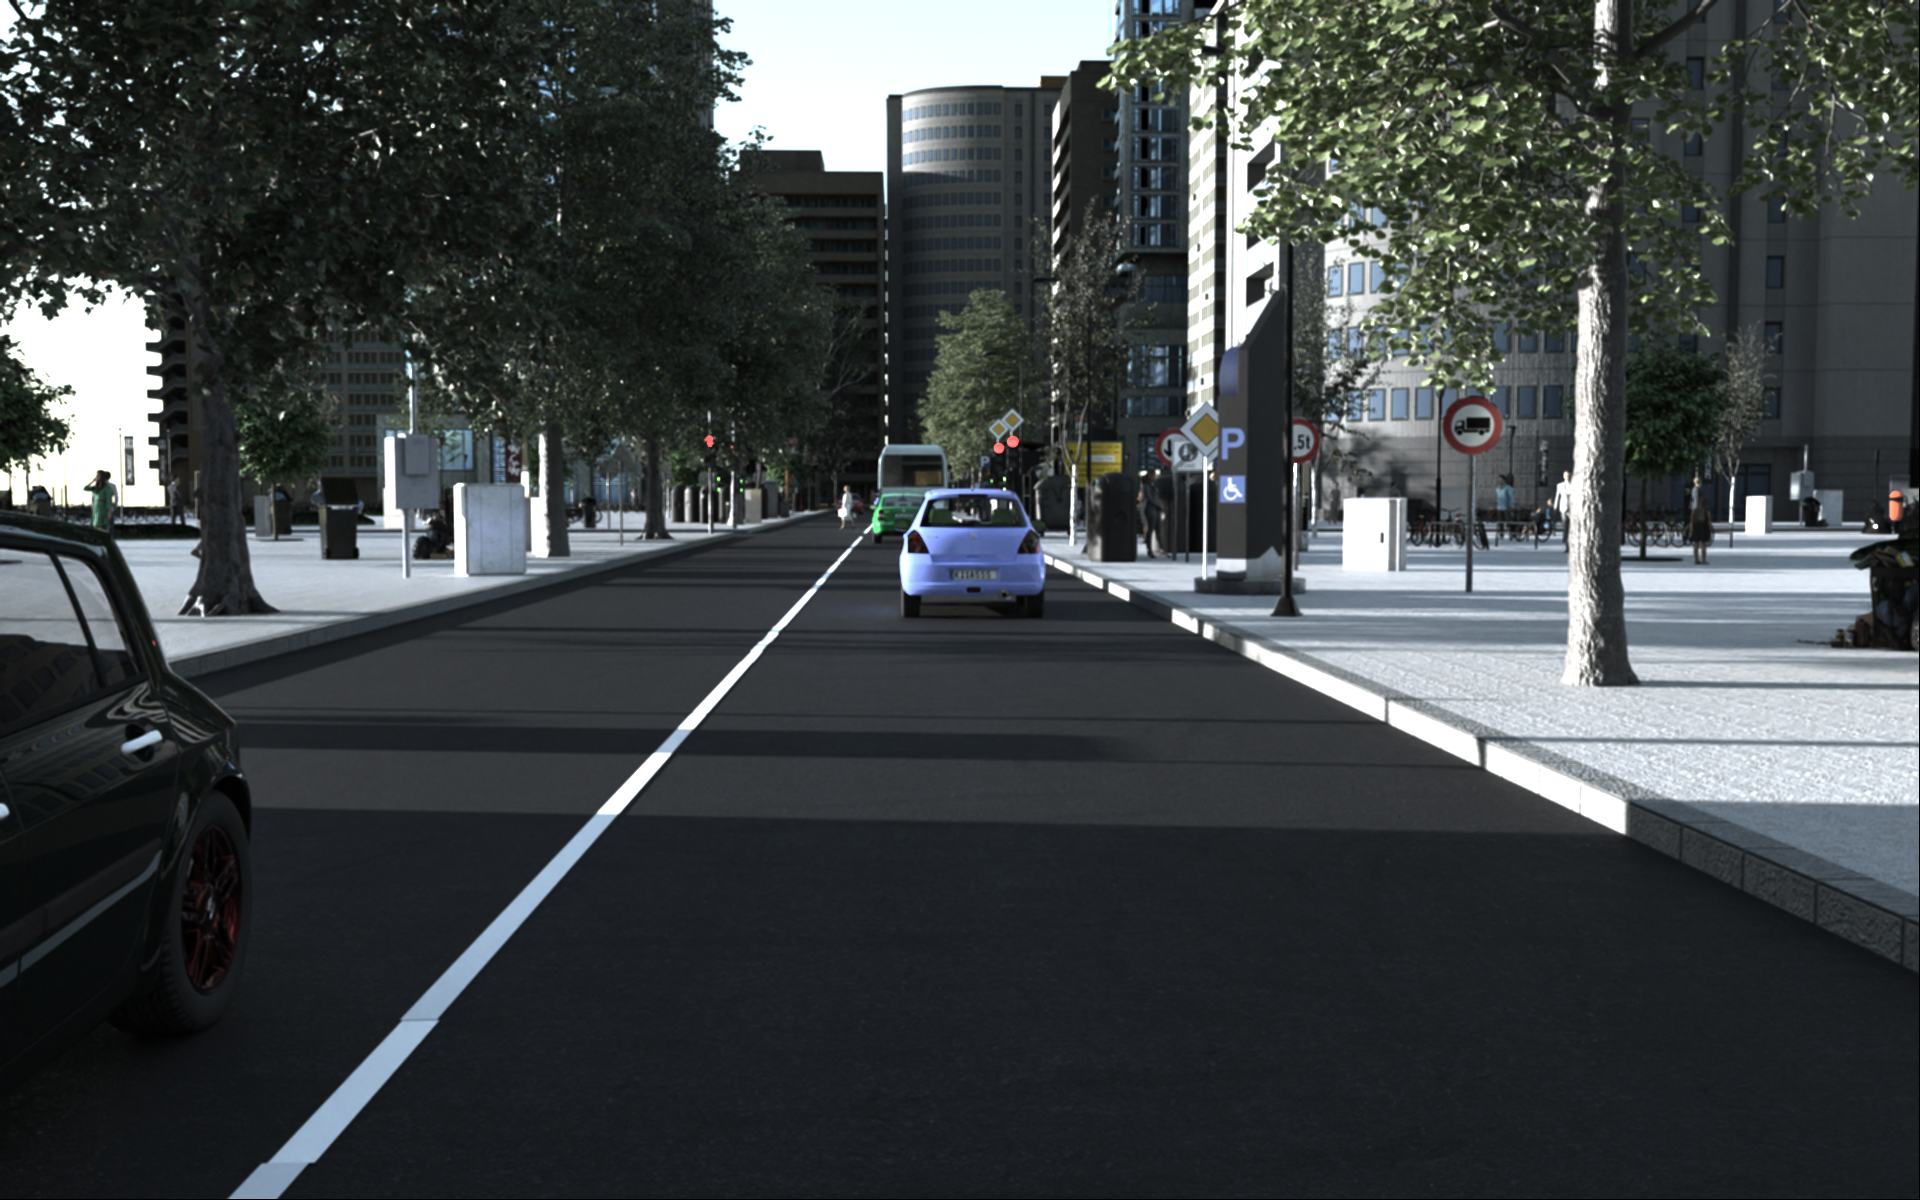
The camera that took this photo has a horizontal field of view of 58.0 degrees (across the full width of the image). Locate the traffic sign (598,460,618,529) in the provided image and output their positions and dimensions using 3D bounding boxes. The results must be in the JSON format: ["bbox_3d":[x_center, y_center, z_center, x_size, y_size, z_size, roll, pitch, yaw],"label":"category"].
[{"bbox_3d":[-12.941,-3.894,63.771,0.768,2.556,0.104,0,4,-1],"label":"traffic sign"}]

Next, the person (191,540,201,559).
[{"bbox_3d":[-14.805,-1.724,34.351,0.853,1.813,0.709,-3,5,-43],"label":"person"}]

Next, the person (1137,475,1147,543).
[{"bbox_3d":[4.837,-2.379,45.290,0.532,1.782,0.716,3,5,43],"label":"person"}]

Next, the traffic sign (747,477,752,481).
[{"bbox_3d":[-15.497,-7.693,125.887,0.768,2.556,0.104,0,4,8],"label":"traffic sign"}]

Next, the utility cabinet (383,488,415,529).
[{"bbox_3d":[-20.517,-3.346,63.382,1.173,1.500,0.318,1,4,22],"label":"utility cabinet"}]

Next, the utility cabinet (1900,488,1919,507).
[{"bbox_3d":[36.668,-3.534,66.461,0.318,1.500,1.173,-1,4,-18],"label":"utility cabinet"}]

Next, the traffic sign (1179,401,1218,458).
[{"bbox_3d":[3.524,-1.525,24.665,0.795,2.593,0.064,0,4,0],"label":"traffic sign"}]

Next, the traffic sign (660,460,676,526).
[{"bbox_3d":[-11.297,-4.046,66.153,0.884,2.594,0.081,0,4,7],"label":"traffic sign"}]

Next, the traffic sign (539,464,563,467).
[{"bbox_3d":[-13.281,-3.434,56.251,0.768,2.556,0.104,0,4,4],"label":"traffic sign"}]

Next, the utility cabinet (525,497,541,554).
[{"bbox_3d":[-10.004,-1.698,38.917,1.020,1.237,0.306,-1,4,-21],"label":"utility cabinet"}]

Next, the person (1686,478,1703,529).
[{"bbox_3d":[22.120,-2.790,52.075,0.534,1.772,0.576,-1,4,-14],"label":"person"}]

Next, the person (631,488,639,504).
[{"bbox_3d":[-24.956,-7.742,133.214,0.593,1.750,0.643,-1,4,-15],"label":"person"}]

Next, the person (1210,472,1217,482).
[{"bbox_3d":[6.049,-2.106,40.662,0.709,1.800,0.728,2,4,34],"label":"person"}]

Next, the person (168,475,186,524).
[{"bbox_3d":[-25.429,-3.116,56.348,0.648,1.900,0.474,1,4,19],"label":"person"}]

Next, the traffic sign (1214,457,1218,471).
[{"bbox_3d":[7.198,-2.847,46.656,0.768,2.556,0.104,0,4,-1],"label":"traffic sign"}]

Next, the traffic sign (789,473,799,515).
[{"bbox_3d":[-10.138,-6.406,104.740,0.884,2.594,0.081,0,4,2],"label":"traffic sign"}]

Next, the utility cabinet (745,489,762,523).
[{"bbox_3d":[-9.028,-4.088,75.510,0.318,1.500,1.173,1,4,16],"label":"utility cabinet"}]

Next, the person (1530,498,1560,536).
[{"bbox_3d":[17.920,-2.536,53.005,1.012,1.151,0.738,0,4,8],"label":"person"}]

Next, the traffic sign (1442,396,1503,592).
[{"bbox_3d":[6.654,-1.374,22.565,0.768,2.556,0.104,0,4,7],"label":"traffic sign"}]

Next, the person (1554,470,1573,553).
[{"bbox_3d":[13.377,-1.946,37.987,0.709,1.813,0.853,2,4,28],"label":"person"}]

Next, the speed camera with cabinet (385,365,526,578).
[{"bbox_3d":[-7.897,-2.006,27.138,2.038,3.252,0.660,-2,4,-33],"label":"speed camera with cabinet"}]

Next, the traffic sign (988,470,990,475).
[{"bbox_3d":[2.631,-7.796,121.334,2.265,3.308,0.079,0,4,5],"label":"traffic sign"}]

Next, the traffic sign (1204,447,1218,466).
[{"bbox_3d":[4.812,-2.083,33.798,0.795,2.593,0.064,0,4,2],"label":"traffic sign"}]

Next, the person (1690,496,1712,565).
[{"bbox_3d":[13.477,-1.272,31.504,0.362,1.253,0.373,3,5,43],"label":"person"}]

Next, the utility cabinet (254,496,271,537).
[{"bbox_3d":[-21.233,-2.544,52.760,0.306,1.237,1.020,-1,4,-11],"label":"utility cabinet"}]

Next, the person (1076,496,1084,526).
[{"bbox_3d":[4.759,-3.546,69.028,0.505,1.210,0.382,3,5,44],"label":"person"}]

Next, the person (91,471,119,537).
[{"bbox_3d":[-20.505,-2.179,41.522,0.661,1.843,0.795,0,4,-5],"label":"person"}]

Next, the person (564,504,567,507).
[{"bbox_3d":[-25.823,-6.131,111.787,1.012,1.151,0.738,1,4,8],"label":"person"}]

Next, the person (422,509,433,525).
[{"bbox_3d":[-22.439,-4.089,72.924,0.660,1.820,0.620,-1,4,-20],"label":"person"}]

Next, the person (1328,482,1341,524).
[{"bbox_3d":[16.057,-4.148,74.196,0.599,1.781,0.374,-1,4,-9],"label":"person"}]

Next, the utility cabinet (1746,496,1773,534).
[{"bbox_3d":[26.146,-2.784,56.675,0.306,1.237,1.020,0,4,-8],"label":"utility cabinet"}]

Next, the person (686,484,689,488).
[{"bbox_3d":[-15.029,-5.461,95.427,0.694,1.812,0.767,-2,4,-27],"label":"person"}]

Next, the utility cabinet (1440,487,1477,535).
[{"bbox_3d":[15.261,-2.727,53.267,1.173,1.500,0.318,0,4,-6],"label":"utility cabinet"}]

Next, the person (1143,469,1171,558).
[{"bbox_3d":[3.971,-1.742,34.799,0.573,1.790,0.520,0,4,6],"label":"person"}]

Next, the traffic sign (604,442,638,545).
[{"bbox_3d":[-8.469,-2.646,43.259,0.884,2.594,0.081,0,4,4],"label":"traffic sign"}]

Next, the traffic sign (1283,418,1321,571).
[{"bbox_3d":[5.624,-1.764,28.940,0.768,2.556,0.104,0,4,1],"label":"traffic sign"}]

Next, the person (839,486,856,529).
[{"bbox_3d":[-4.584,-3.779,70.644,0.624,1.780,0.694,3,4,37],"label":"person"}]

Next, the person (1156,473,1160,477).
[{"bbox_3d":[4.959,-2.256,43.106,0.526,1.800,0.537,3,5,44],"label":"person"}]

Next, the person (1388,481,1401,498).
[{"bbox_3d":[17.346,-3.831,69.016,0.599,1.781,0.374,1,4,17],"label":"person"}]

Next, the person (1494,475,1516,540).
[{"bbox_3d":[15.324,-2.599,48.555,0.620,1.820,0.660,-2,4,-30],"label":"person"}]

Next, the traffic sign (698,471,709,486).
[{"bbox_3d":[-14.294,-5.926,96.991,0.768,2.556,0.104,0,4,7],"label":"traffic sign"}]

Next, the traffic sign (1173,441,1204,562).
[{"bbox_3d":[4.261,-1.853,32.425,0.606,2.300,0.079,0,4,4],"label":"traffic sign"}]

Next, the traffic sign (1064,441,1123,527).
[{"bbox_3d":[5.153,-4.470,66.959,2.265,3.308,0.079,0,4,1],"label":"traffic sign"}]

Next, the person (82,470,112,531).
[{"bbox_3d":[-17.979,-1.836,36.307,0.600,1.795,0.529,1,4,14],"label":"person"}]

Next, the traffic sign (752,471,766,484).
[{"bbox_3d":[-10.953,-5.773,94.490,0.768,2.556,0.104,0,4,7],"label":"traffic sign"}]

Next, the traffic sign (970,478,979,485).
[{"bbox_3d":[1.011,-7.922,129.632,0.768,2.556,0.104,0,4,2],"label":"traffic sign"}]

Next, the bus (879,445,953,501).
[{"bbox_3d":[-1.761,-4.663,71.095,2.948,3.499,13.247,0,4,0],"label":"bus"}]

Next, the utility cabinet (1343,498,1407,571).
[{"bbox_3d":[6.979,-1.101,29.156,1.020,1.237,0.306,3,4,38],"label":"utility cabinet"}]

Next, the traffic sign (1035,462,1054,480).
[{"bbox_3d":[3.385,-4.226,69.203,0.768,2.556,0.104,0,3,0],"label":"traffic sign"}]

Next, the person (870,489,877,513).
[{"bbox_3d":[-6.427,-7.301,127.971,0.391,1.810,0.635,2,4,24],"label":"person"}]

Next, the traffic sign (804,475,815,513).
[{"bbox_3d":[-10.398,-7.308,119.483,0.884,2.594,0.081,0,4,-1],"label":"traffic sign"}]

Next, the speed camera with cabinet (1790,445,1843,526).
[{"bbox_3d":[34.535,-4.616,69.806,2.038,3.252,0.660,-1,4,-13],"label":"speed camera with cabinet"}]

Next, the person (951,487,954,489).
[{"bbox_3d":[-0.516,-7.596,130.252,0.388,1.821,0.555,0,4,3],"label":"person"}]

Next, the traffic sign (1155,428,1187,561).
[{"bbox_3d":[4.139,-2.033,33.350,0.768,2.556,0.104,0,4,5],"label":"traffic sign"}]
